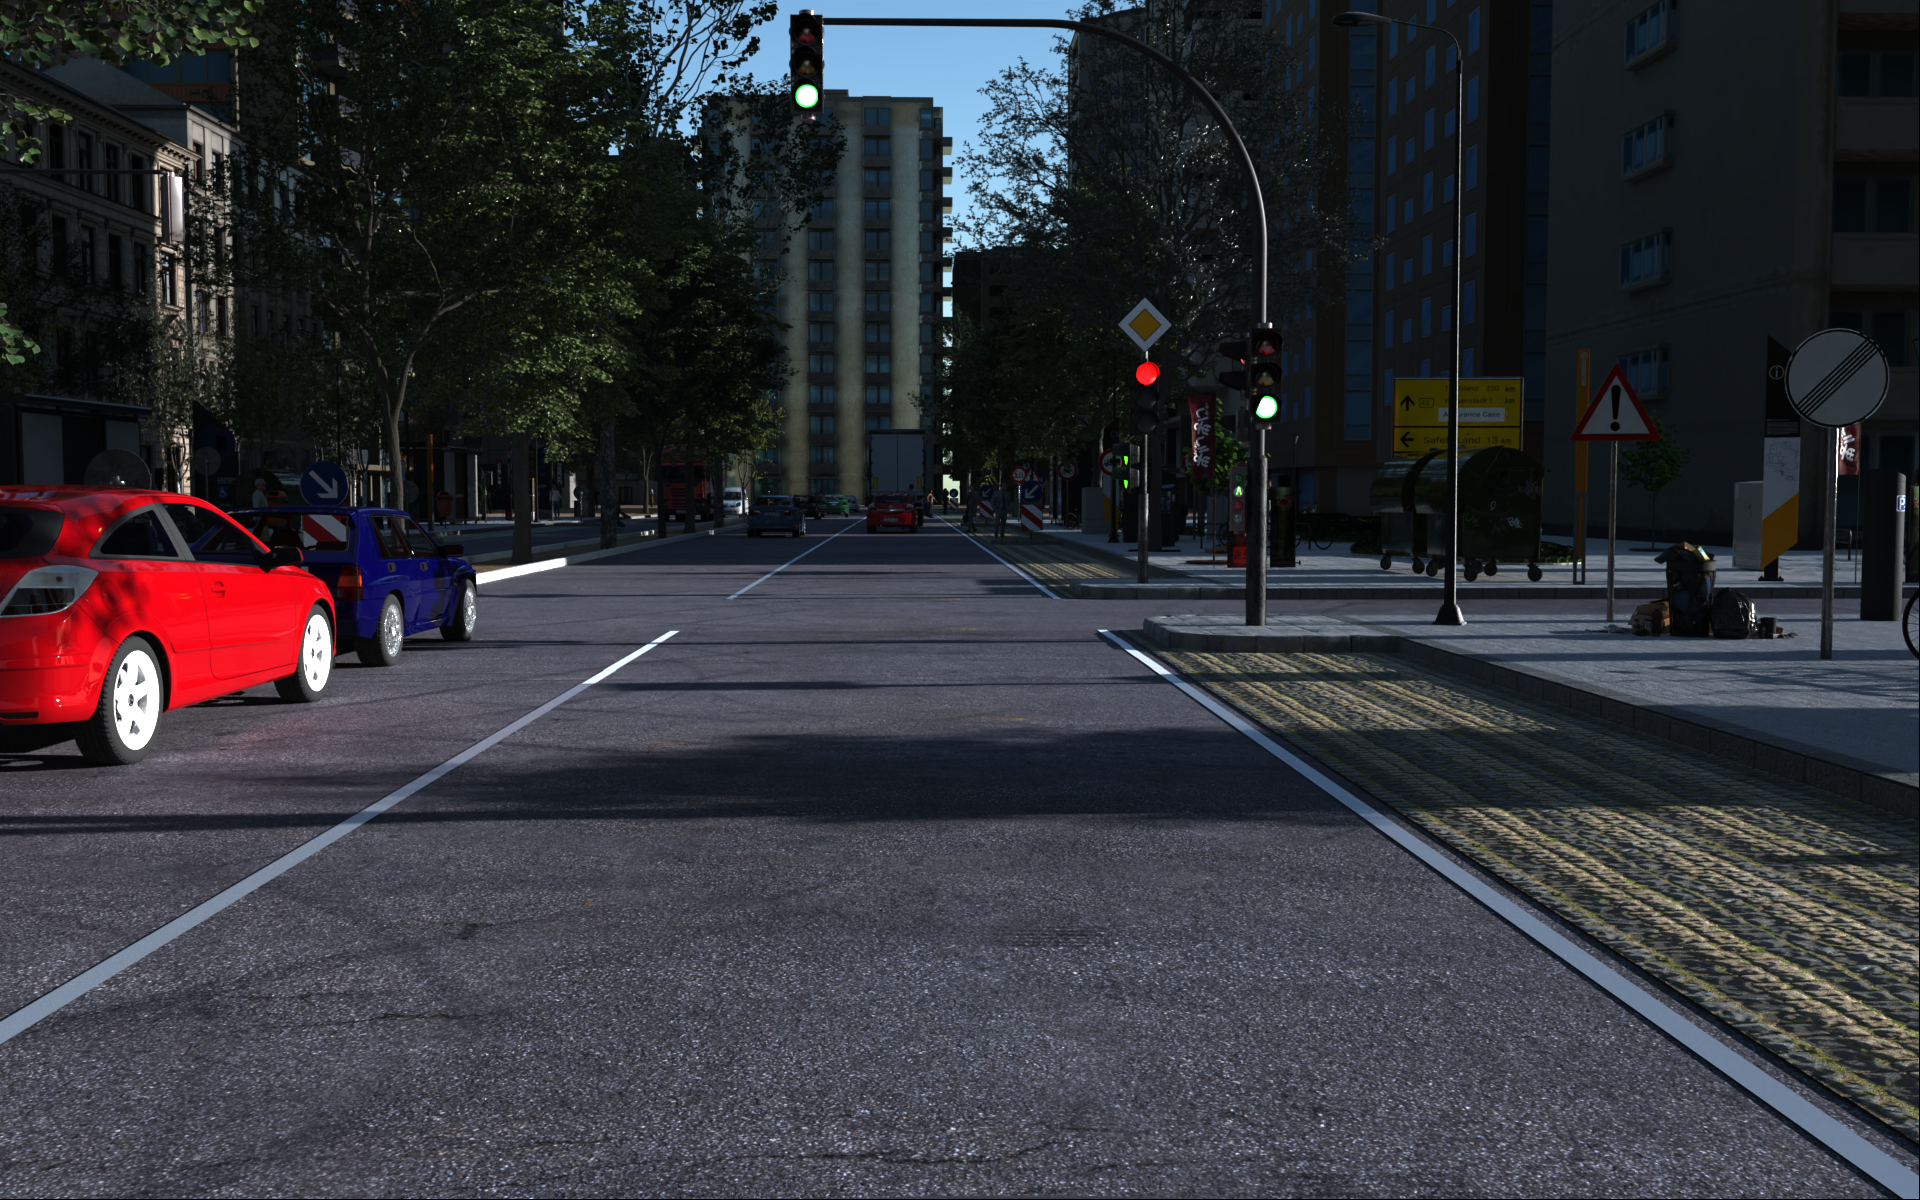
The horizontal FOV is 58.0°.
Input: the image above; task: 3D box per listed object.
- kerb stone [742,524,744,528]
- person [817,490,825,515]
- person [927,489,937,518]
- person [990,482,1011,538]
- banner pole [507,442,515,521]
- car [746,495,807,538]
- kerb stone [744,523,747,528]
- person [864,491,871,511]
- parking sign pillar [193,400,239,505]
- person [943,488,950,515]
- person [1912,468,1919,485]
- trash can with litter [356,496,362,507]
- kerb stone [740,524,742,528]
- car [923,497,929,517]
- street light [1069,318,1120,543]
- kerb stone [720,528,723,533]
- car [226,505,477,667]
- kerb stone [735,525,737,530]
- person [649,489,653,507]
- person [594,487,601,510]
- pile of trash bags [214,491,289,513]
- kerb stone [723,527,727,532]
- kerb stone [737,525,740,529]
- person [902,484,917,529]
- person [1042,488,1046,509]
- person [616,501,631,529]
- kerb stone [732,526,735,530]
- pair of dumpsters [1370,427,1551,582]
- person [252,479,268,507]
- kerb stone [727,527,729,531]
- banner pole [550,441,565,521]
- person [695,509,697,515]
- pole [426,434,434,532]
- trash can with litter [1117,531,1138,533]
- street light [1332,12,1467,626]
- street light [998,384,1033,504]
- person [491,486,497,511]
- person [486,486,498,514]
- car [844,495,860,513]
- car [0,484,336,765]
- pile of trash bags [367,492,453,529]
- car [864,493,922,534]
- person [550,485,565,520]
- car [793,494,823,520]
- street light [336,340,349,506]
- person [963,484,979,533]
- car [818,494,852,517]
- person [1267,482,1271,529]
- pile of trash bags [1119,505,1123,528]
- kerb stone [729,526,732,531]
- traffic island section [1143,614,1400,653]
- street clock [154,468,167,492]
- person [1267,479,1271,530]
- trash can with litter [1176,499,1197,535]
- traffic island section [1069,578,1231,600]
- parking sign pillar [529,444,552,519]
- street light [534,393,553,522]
[{"bbox_3d":[-9.157,-3.035,71.818,0.120,0.150,1.000,0,4,-2],"label":"kerb stone"},{"bbox_3d":[-9.582,-6.822,120.749,0.721,1.736,1.217,3,5,40],"label":"person"},{"bbox_3d":[-1.686,-5.767,103.511,0.721,1.735,1.217,2,4,25],"label":"person"},{"bbox_3d":[1.261,-2.715,52.982,0.635,1.810,0.391,-2,4,-28],"label":"person"},{"bbox_3d":[-21.668,-5.708,83.336,0.401,3.779,0.863,-2,4,-30],"label":"banner pole"},{"bbox_3d":[-6.185,-2.837,58.385,2.014,1.417,4.499,0,4,-2],"label":"car"},{"bbox_3d":[-9.185,-3.098,72.848,0.120,0.150,1.000,0,4,-2],"label":"kerb stone"},{"bbox_3d":[-7.887,-8.526,148.625,0.721,1.736,1.217,2,4,31],"label":"person"},{"bbox_3d":[-21.608,-3.785,50.360,1.447,3.967,1.447,1,4,21],"label":"parking sign pillar"},{"bbox_3d":[-0.986,-6.795,119.554,0.705,1.831,1.348,-1,4,-17],"label":"person"},{"bbox_3d":[20.147,-1.849,36.288,0.388,1.821,0.555,2,4,24],"label":"person"},{"bbox_3d":[-20.740,-2.952,59.326,1.678,1.210,2.233,0,4,-3],"label":"trash can with litter"},{"bbox_3d":[-9.116,-2.972,70.791,0.120,0.150,1.000,0,4,-2],"label":"kerb stone"},{"bbox_3d":[-2.760,-5.989,110.503,1.945,1.354,3.894,0,4,-4],"label":"car"},{"bbox_3d":[3.517,-4.463,45.512,1.470,5.913,1.316,0,4,-2],"label":"street light"},{"bbox_3d":[-8.897,-2.533,63.613,0.120,0.150,1.000,0,4,-2],"label":"kerb stone"},{"bbox_3d":[-5.603,-0.191,15.704,1.945,1.354,3.894,0,4,-1],"label":"car"},{"bbox_3d":[-9.055,-2.846,68.739,0.120,0.150,1.000,0,4,-2],"label":"kerb stone"},{"bbox_3d":[-30.378,-9.991,170.120,0.721,1.736,1.217,-2,4,-27],"label":"person"},{"bbox_3d":[-28.943,-8.043,137.501,1.348,1.831,0.705,-1,4,-17],"label":"person"},{"bbox_3d":[-19.405,-2.202,45.751,3.447,1.369,1.912,0,4,4],"label":"pile of trash bags"},{"bbox_3d":[-8.918,-2.596,64.637,0.120,0.150,1.000,0,4,-2],"label":"kerb stone"},{"bbox_3d":[-9.089,-2.909,69.762,0.120,0.150,1.000,0,4,-2],"label":"kerb stone"},{"bbox_3d":[-2.050,-3.799,70.464,0.661,1.843,0.795,1,4,22],"label":"person"},{"bbox_3d":[7.404,-8.941,152.164,0.705,1.831,1.348,0,4,-4],"label":"person"},{"bbox_3d":[-14.202,-3.529,71.700,1.012,1.151,0.738,2,4,30],"label":"person"},{"bbox_3d":[-9.022,-2.784,67.717,0.120,0.150,1.000,0,4,-2],"label":"kerb stone"},{"bbox_3d":[7.822,-1.518,27.321,1.574,2.255,4.437,0,4,-2],"label":"pair of dumpsters"},{"bbox_3d":[-15.215,-1.746,37.540,0.515,1.767,0.782,-1,4,-17],"label":"person"},{"bbox_3d":[-8.949,-2.659,65.665,0.120,0.150,1.000,0,4,-2],"label":"kerb stone"},{"bbox_3d":[-19.080,-5.620,81.906,0.863,3.779,0.401,1,4,11],"label":"banner pole"},{"bbox_3d":[-10.348,-3.279,67.133,0.505,1.210,0.382,3,5,41],"label":"person"},{"bbox_3d":[-18.122,-4.001,59.260,0.158,3.312,0.155,0,3,0],"label":"pole"},{"bbox_3d":[5.707,-2.800,56.842,2.233,1.210,1.678,0,4,0],"label":"trash can with litter"},{"bbox_3d":[4.284,-2.712,16.886,1.470,5.913,1.316,0,4,-2],"label":"street light"},{"bbox_3d":[2.498,-6.139,72.921,1.470,5.913,1.316,0,4,-2],"label":"street light"},{"bbox_3d":[-34.904,-7.593,129.825,0.705,1.869,1.348,-2,4,-31],"label":"person"},{"bbox_3d":[-30.516,-6.477,111.972,1.348,1.821,0.705,-2,4,-34],"label":"person"},{"bbox_3d":[-8.847,-7.502,135.013,2.083,1.381,4.827,0,4,0],"label":"car"},{"bbox_3d":[-5.285,-0.097,10.620,2.155,1.783,4.494,0,4,-1],"label":"car"},{"bbox_3d":[-20.275,-3.271,63.229,3.447,1.369,1.912,-1,4,-13],"label":"pile of trash bags"},{"bbox_3d":[-2.492,-3.373,64.188,2.155,1.783,4.494,0,4,0],"label":"car"},{"bbox_3d":[-19.936,-4.836,85.786,0.731,1.740,0.598,-1,4,-20],"label":"person"},{"bbox_3d":[-8.678,-5.326,96.862,2.009,1.686,4.222,0,4,-1],"label":"car"},{"bbox_3d":[-17.764,-4.801,51.035,1.470,5.913,1.316,0,4,-2],"label":"street light"},{"bbox_3d":[0.388,-3.380,63.860,0.767,1.812,0.694,-3,4,-37],"label":"person"},{"bbox_3d":[-7.808,-5.864,107.671,2.131,1.459,4.920,0,4,-3],"label":"car"},{"bbox_3d":[9.914,-3.055,56.543,0.519,1.759,0.362,-3,5,-43],"label":"person"},{"bbox_3d":[6.975,-3.399,65.323,3.447,1.369,1.912,-3,5,-40],"label":"pile of trash bags"},{"bbox_3d":[-8.983,-2.718,66.687,0.120,0.150,1.000,0,4,-2],"label":"kerb stone"},{"bbox_3d":[2.908,0.325,16.969,2.009,0.180,2.903,0,4,-2],"label":"traffic island section"},{"bbox_3d":[-22.203,-2.660,48.061,0.358,2.002,0.471,-2,4,-26],"label":"street clock"},{"bbox_3d":[10.857,-3.342,60.861,0.466,1.800,0.511,0,4,3],"label":"person"},{"bbox_3d":[7.051,-2.617,54.176,0.624,1.170,1.055,-3,5,-42],"label":"trash can with litter"},{"bbox_3d":[2.655,-0.163,24.951,2.009,0.180,2.903,0,4,-2],"label":"traffic island section"},{"bbox_3d":[-21.959,-6.215,90.095,1.447,3.967,1.447,0,4,4],"label":"parking sign pillar"},{"bbox_3d":[-18.622,-6.468,78.295,1.470,5.913,1.316,0,4,-2],"label":"street light"}]
